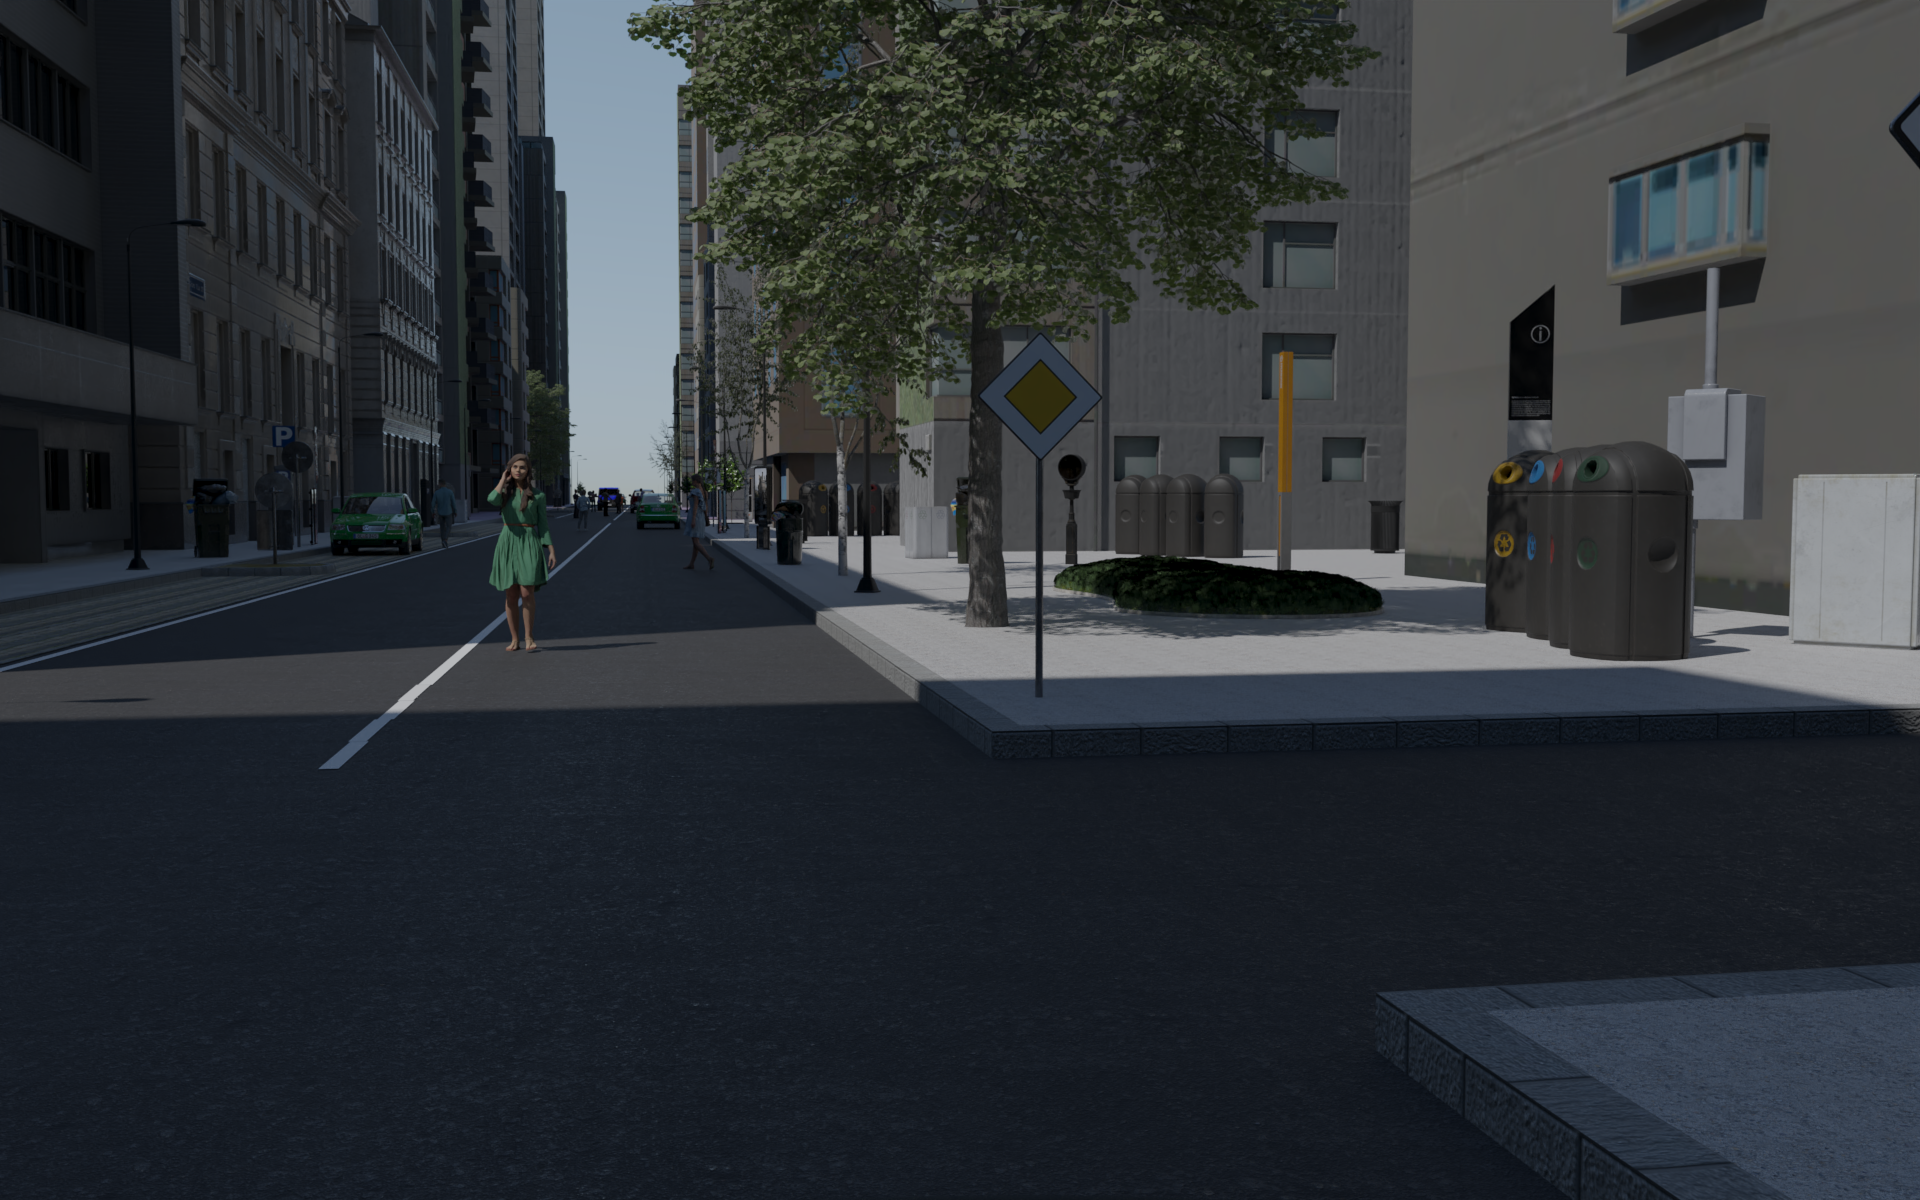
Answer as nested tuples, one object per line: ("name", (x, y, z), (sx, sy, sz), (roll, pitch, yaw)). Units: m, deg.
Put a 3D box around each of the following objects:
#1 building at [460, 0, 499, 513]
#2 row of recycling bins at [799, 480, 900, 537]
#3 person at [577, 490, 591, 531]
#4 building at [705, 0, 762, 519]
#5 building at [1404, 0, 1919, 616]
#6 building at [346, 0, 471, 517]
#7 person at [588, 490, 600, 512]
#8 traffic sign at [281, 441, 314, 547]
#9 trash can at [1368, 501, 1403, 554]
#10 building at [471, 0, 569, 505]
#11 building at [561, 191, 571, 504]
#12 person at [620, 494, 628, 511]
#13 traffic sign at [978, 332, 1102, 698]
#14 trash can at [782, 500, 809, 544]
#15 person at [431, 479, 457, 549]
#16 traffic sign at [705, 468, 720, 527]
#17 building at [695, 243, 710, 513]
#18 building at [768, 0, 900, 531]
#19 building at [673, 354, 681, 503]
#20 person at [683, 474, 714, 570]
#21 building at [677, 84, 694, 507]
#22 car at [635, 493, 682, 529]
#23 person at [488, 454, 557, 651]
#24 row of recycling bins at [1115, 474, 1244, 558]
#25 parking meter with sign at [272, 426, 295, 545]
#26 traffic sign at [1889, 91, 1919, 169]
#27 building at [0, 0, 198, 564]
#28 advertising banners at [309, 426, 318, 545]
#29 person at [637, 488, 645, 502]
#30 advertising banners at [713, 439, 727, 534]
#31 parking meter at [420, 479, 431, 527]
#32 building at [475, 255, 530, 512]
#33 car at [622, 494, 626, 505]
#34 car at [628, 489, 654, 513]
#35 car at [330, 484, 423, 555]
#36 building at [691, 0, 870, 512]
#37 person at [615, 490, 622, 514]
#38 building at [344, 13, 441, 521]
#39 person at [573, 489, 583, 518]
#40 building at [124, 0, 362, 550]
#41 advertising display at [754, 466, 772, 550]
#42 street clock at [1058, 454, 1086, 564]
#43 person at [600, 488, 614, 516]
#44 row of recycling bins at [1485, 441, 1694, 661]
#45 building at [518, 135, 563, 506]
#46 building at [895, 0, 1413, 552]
("building", (-41.176, -27.748, 108.306), (22.147, 44.769, 28.867), (-1, 4, -10))
("row of recycling bins", (-3.219, -2.811, 53.074), (3.534, 1.692, 1.069), (-1, 4, -22))
("person", (-14.677, -3.504, 67.593), (0.589, 1.601, 0.330), (1, 4, 8))
("building", (-4.402, -34.251, 102.007), (21.231, 58.520, 28.212), (-1, 4, -10))
("building", (18.119, -24.449, 23.449), (21.600, 48.544, 21.300), (-1, 4, -10))
("building", (-33.098, -24.724, 87.835), (14.154, 41.232, 14.086), (-1, 4, -10))
("person", (-29.170, -7.863, 137.768), (1.217, 1.736, 0.721), (-1, 4, -17))
("traffic sign", (-15.951, -2.545, 41.717), (0.768, 2.556, 0.104), (0, 4, -2))
("trash can", (9.186, -1.576, 37.426), (0.748, 1.137, 0.748), (0, 3, 0))
("building", (-57.844, -47.017, 206.986), (20.563, 71.187, 20.611), (-1, 4, -10))
("building", (-58.465, -33.161, 225.777), (14.154, 41.232, 14.086), (-1, 4, -10))
("person", (-28.142, -8.088, 143.996), (1.065, 1.426, 0.557), (0, 4, -3))
("traffic sign", (0.496, -0.442, 10.872), (0.795, 2.450, 0.064), (-1, 4, -10))
("trash can", (-4.258, -2.036, 44.943), (0.748, 1.137, 0.748), (0, 3, 0))
("person", (-13.658, -2.286, 45.732), (0.638, 1.841, 0.748), (0, 4, 4))
("traffic sign", (-9.607, -3.993, 67.412), (0.606, 2.300, 0.079), (0, 4, -2))
("building", (-5.940, -17.646, 133.555), (27.650, 21.520, 28.899), (-1, 4, -10))
("building", (-0.667, -25.451, 66.229), (14.600, 45.320, 14.200), (-1, 4, -10))
("building", (-23.792, -23.528, 229.727), (27.650, 21.520, 28.899), (-1, 4, -10))
("person", (-4.918, -1.478, 32.762), (0.778, 1.811, 0.616), (2, 4, 31))
("building", (-21.766, -30.216, 177.632), (14.154, 41.232, 14.086), (-1, 4, -10))
("car", (-12.574, -3.883, 72.279), (1.959, 1.807, 4.718), (-1, 4, -9))
("person", (-3.995, -0.430, 15.780), (0.600, 1.795, 0.529), (-1, 4, -18))
("row of recycling bins", (4.497, -1.761, 35.904), (1.069, 1.692, 3.534), (-2, 4, -35))
("parking meter with sign", (-16.990, -2.887, 43.471), (0.543, 3.016, 1.738), (-1, 4, -18))
("traffic sign", (1.929, 0.038, 3.016), (0.795, 2.450, 0.064), (-1, 4, -10))
("building", (-21.185, -12.425, 22.212), (14.314, 24.678, 30.058), (-1, 4, -10))
("advertising banners", (-16.522, -2.943, 44.308), (0.090, 3.025, 2.074), (-1, 4, -15))
("person", (-21.647, -6.660, 117.261), (0.599, 1.838, 0.709), (1, 4, 12))
("advertising banners", (-7.821, -3.680, 56.357), (0.090, 3.025, 2.074), (0, 4, 3))
("parking meter", (-20.710, -3.754, 67.091), (0.255, 1.863, 0.399), (0, 4, 7))
("building", (-49.349, -17.882, 137.404), (27.650, 21.520, 28.899), (-1, 4, -10))
("car", (-45.959, -13.754, 233.676), (1.959, 1.807, 4.718), (-1, 4, -12))
("car", (-23.772, -7.434, 130.220), (2.281, 1.827, 5.304), (-1, 4, -10))
("car", (-14.027, -2.015, 41.742), (1.959, 1.807, 4.718), (-1, 4, -12))
("building", (-16.396, -30.745, 152.791), (14.600, 45.320, 14.200), (-1, 4, -10))
("person", (-25.024, -7.198, 126.736), (0.434, 1.755, 0.990), (-3, 4, -39))
("building", (-27.770, -13.652, 72.358), (9.793, 20.994, 18.267), (-1, 4, -10))
("person", (-22.544, -5.694, 102.405), (0.742, 1.727, 0.445), (0, 4, 3))
("building", (-25.547, -15.450, 49.873), (12.463, 27.353, 25.104), (-1, 4, -10))
("advertising display", (-4.558, -2.131, 40.057), (0.123, 1.923, 0.974), (-2, 4, -24))
("street clock", (2.036, -1.652, 31.575), (0.471, 2.002, 0.358), (1, 4, 20))
("person", (-22.771, -6.298, 111.476), (1.348, 1.823, 0.705), (3, 5, 41))
("row of recycling bins", (5.386, -0.480, 14.959), (1.069, 1.692, 3.534), (0, 4, 3))
("building", (-51.975, -31.056, 191.367), (14.154, 41.232, 14.086), (-1, 4, -10))
("building", (5.100, -22.100, 44.937), (14.154, 41.232, 14.086), (-1, 4, -10))
